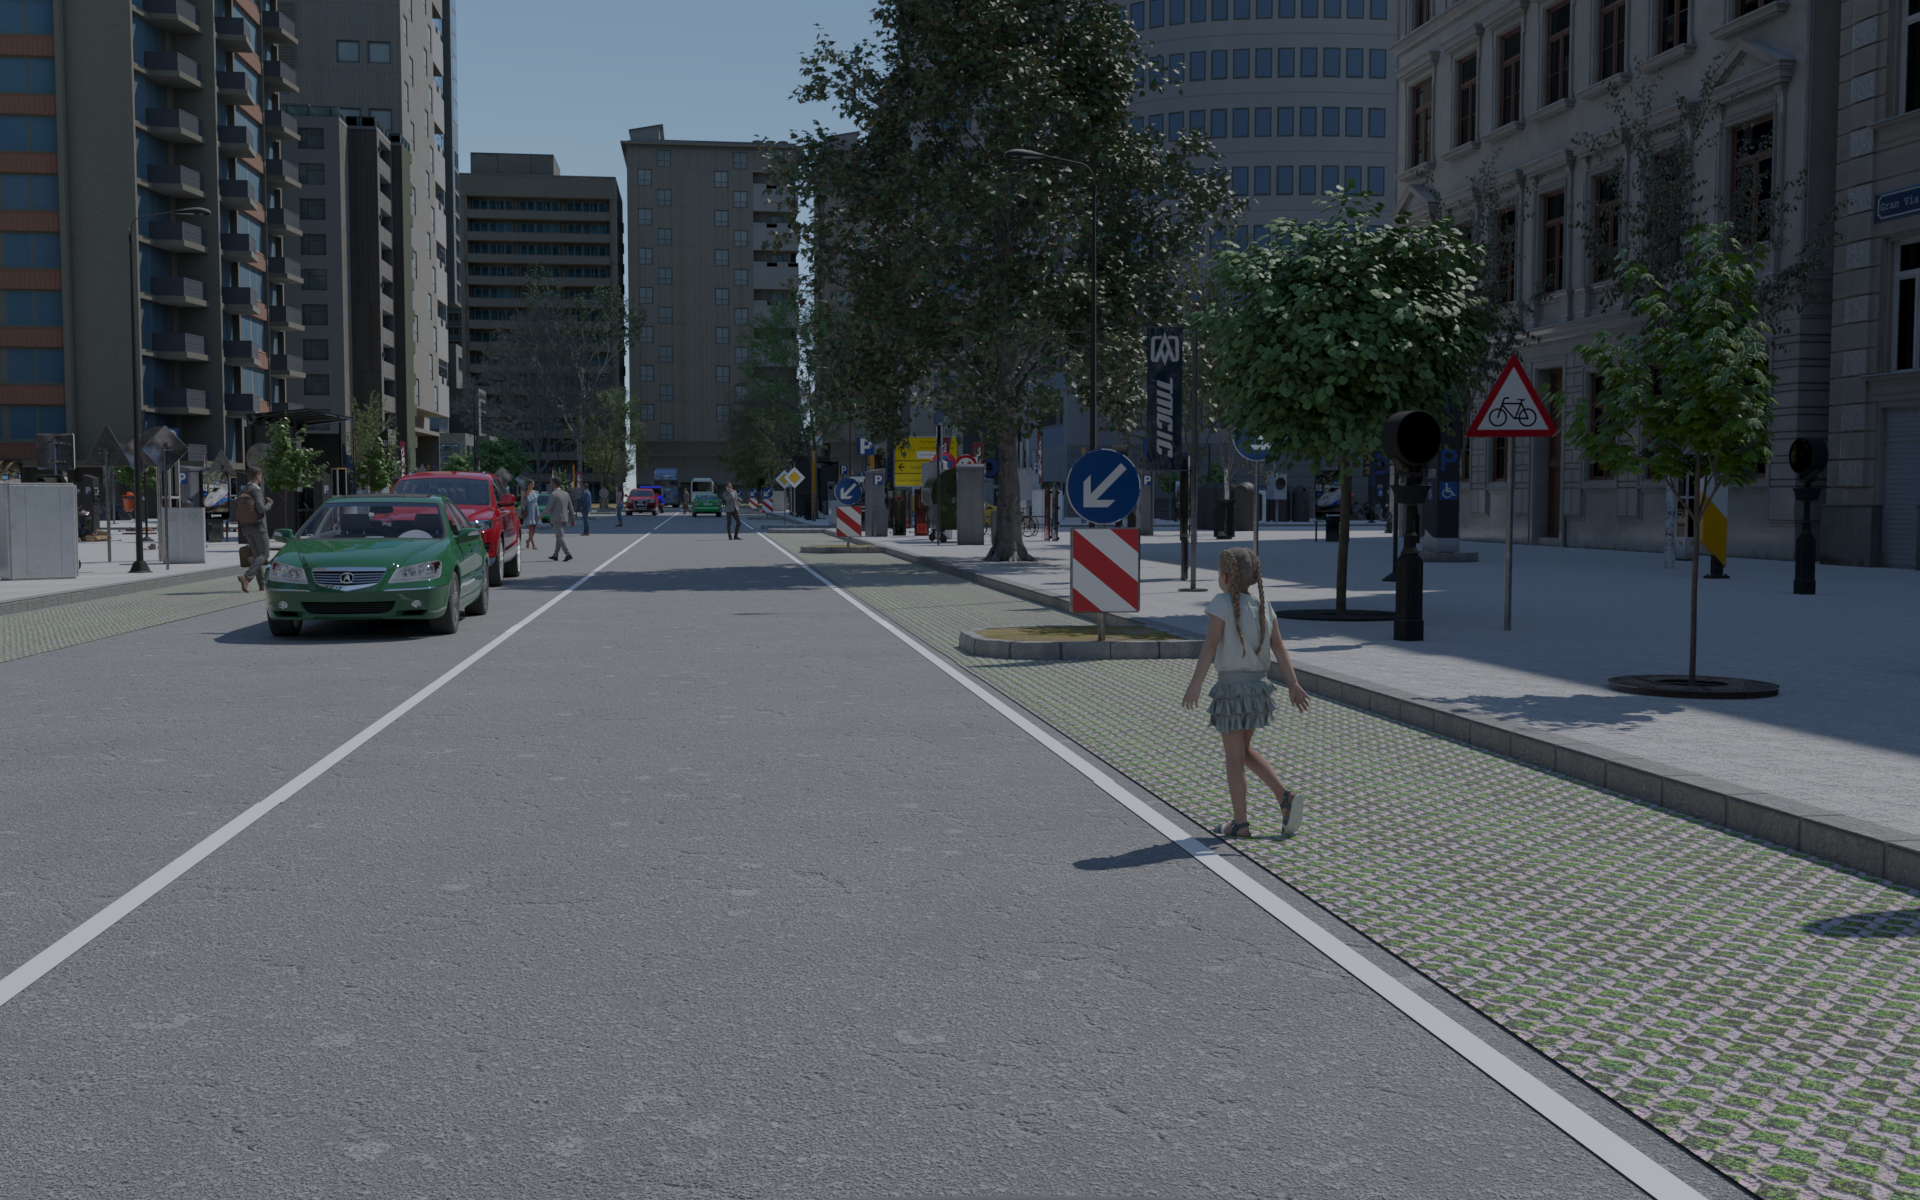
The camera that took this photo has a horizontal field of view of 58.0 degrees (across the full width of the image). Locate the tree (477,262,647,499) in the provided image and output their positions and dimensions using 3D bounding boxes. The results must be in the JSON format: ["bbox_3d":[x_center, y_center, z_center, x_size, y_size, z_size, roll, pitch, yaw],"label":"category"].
[{"bbox_3d":[-32.842,-17.581,143.346,12.611,20.169,13.585,0,3,0],"label":"tree"}]

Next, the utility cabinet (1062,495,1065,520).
[{"bbox_3d":[4.735,-4.543,85.448,0.306,1.237,1.020,3,5,40],"label":"utility cabinet"}]

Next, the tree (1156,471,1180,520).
[{"bbox_3d":[10.461,-5.634,86.715,1.663,3.219,1.824,0,3,0],"label":"tree"}]

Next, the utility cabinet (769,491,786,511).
[{"bbox_3d":[-15.092,-8.269,143.876,1.173,1.500,0.318,-1,4,-21],"label":"utility cabinet"}]

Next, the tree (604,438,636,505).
[{"bbox_3d":[-41.557,-15.888,210.128,4.360,8.622,3.978,0,3,0],"label":"tree"}]

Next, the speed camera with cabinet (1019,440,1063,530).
[{"bbox_3d":[2.889,-4.336,65.231,0.660,3.252,2.038,-3,4,-38],"label":"speed camera with cabinet"}]

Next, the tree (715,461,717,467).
[{"bbox_3d":[-27.475,-17.593,222.057,8.767,10.594,7.601,0,4,7],"label":"tree"}]

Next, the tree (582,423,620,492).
[{"bbox_3d":[-36.812,-13.924,178.014,4.737,8.622,4.395,0,3,0],"label":"tree"}]

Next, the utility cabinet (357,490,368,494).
[{"bbox_3d":[-30.894,-4.948,89.571,0.318,1.500,1.173,0,4,-5],"label":"utility cabinet"}]

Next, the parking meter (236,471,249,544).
[{"bbox_3d":[-18.339,-2.372,44.485,0.399,1.863,0.255,-1,4,-13],"label":"parking meter"}]

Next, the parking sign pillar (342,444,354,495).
[{"bbox_3d":[-33.238,-6.459,94.081,1.447,3.967,1.447,-1,4,-12],"label":"parking sign pillar"}]

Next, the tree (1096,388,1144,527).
[{"bbox_3d":[5.972,-6.797,61.497,4.360,8.622,3.978,0,3,0],"label":"tree"}]

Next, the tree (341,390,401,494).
[{"bbox_3d":[-42.130,-10.586,123.440,4.737,8.622,4.395,0,3,0],"label":"tree"}]

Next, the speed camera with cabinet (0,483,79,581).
[{"bbox_3d":[-14.272,-1.915,25.652,0.660,3.252,2.038,3,5,45],"label":"speed camera with cabinet"}]

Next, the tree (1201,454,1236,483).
[{"bbox_3d":[12.130,-5.355,82.159,1.663,3.219,1.824,0,3,0],"label":"tree"}]

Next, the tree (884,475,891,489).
[{"bbox_3d":[-5.801,-8.189,128.492,1.663,3.219,1.824,0,3,0],"label":"tree"}]

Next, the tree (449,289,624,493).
[{"bbox_3d":[-25.026,-11.791,103.154,12.009,13.543,11.850,0,3,0],"label":"tree"}]

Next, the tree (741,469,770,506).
[{"bbox_3d":[-22.441,-12.686,191.134,4.285,4.588,4.351,0,3,0],"label":"tree"}]

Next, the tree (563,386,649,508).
[{"bbox_3d":[-33.177,-14.476,162.442,9.928,11.665,9.643,0,3,0],"label":"tree"}]

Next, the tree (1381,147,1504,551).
[{"bbox_3d":[10.848,-5.342,37.698,4.360,8.622,3.978,0,3,0],"label":"tree"}]

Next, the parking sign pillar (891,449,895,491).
[{"bbox_3d":[-3.669,-7.004,102.988,1.447,3.967,1.447,1,4,22],"label":"parking sign pillar"}]

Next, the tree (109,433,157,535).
[{"bbox_3d":[-26.057,-3.707,55.209,1.663,3.219,1.824,0,3,0],"label":"tree"}]

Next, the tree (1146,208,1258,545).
[{"bbox_3d":[6.172,-5.716,43.826,4.737,8.622,4.395,0,3,0],"label":"tree"}]

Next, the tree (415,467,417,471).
[{"bbox_3d":[-37.381,-7.592,118.722,1.663,3.219,1.824,0,3,0],"label":"tree"}]

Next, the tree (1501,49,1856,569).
[{"bbox_3d":[12.272,-4.821,29.178,4.360,8.622,3.978,0,3,0],"label":"tree"}]

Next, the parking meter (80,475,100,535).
[{"bbox_3d":[-26.080,-2.833,52.037,0.399,1.863,0.255,1,4,14],"label":"parking meter"}]

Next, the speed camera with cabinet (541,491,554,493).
[{"bbox_3d":[-31.323,-8.437,132.284,2.038,3.252,0.660,0,4,7],"label":"speed camera with cabinet"}]

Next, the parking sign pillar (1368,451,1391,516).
[{"bbox_3d":[21.546,-6.123,88.576,1.447,3.967,1.447,1,4,14],"label":"parking sign pillar"}]

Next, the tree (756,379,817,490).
[{"bbox_3d":[-10.816,-9.822,110.950,4.360,8.622,3.978,0,3,0],"label":"tree"}]

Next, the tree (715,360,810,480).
[{"bbox_3d":[-17.200,-14.937,154.596,12.009,13.543,11.850,0,3,0],"label":"tree"}]

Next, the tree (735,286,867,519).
[{"bbox_3d":[-7.540,-9.916,87.876,9.928,11.665,9.643,0,3,0],"label":"tree"}]

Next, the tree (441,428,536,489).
[{"bbox_3d":[-22.975,-6.279,86.377,4.285,4.588,4.351,0,3,0],"label":"tree"}]

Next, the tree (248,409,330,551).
[{"bbox_3d":[-15.380,-2.746,39.492,1.663,3.219,1.824,0,3,0],"label":"tree"}]

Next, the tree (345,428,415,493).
[{"bbox_3d":[-17.333,-3.459,51.152,1.663,3.219,1.824,0,3,0],"label":"tree"}]

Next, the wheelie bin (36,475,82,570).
[{"bbox_3d":[-14.904,-1.255,28.435,0.980,1.594,0.693,2,4,25],"label":"wheelie bin"}]

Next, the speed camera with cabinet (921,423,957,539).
[{"bbox_3d":[-0.522,-3.332,48.815,0.660,3.252,2.038,1,4,17],"label":"speed camera with cabinet"}]

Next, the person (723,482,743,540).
[{"bbox_3d":[-7.106,-2.780,54.133,0.592,1.802,0.473,-2,4,-29],"label":"person"}]

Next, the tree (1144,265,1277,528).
[{"bbox_3d":[8.730,-6.440,55.650,4.360,8.622,3.978,0,3,0],"label":"tree"}]

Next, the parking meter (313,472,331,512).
[{"bbox_3d":[-15.878,-2.290,43.151,0.255,1.863,0.399,1,4,16],"label":"parking meter"}]

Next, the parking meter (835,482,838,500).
[{"bbox_3d":[-5.613,-4.598,80.885,0.255,1.863,0.399,3,5,43],"label":"parking meter"}]

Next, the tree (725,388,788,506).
[{"bbox_3d":[-21.208,-16.249,183.794,7.486,12.596,7.792,0,3,0],"label":"tree"}]

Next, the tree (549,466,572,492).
[{"bbox_3d":[-27.416,-7.613,119.068,1.663,3.219,1.824,0,3,0],"label":"tree"}]

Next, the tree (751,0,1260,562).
[{"bbox_3d":[0.868,-7.093,32.984,9.611,12.733,9.660,0,3,0],"label":"tree"}]

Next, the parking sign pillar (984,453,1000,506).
[{"bbox_3d":[1.557,-6.390,92.941,1.447,3.967,1.447,0,4,-4],"label":"parking sign pillar"}]

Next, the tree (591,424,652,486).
[{"bbox_3d":[-43.150,-17.493,220.414,8.767,10.594,7.601,0,4,-1],"label":"tree"}]

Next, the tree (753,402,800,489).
[{"bbox_3d":[-14.798,-11.464,137.803,4.737,8.622,4.395,0,3,0],"label":"tree"}]

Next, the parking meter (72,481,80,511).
[{"bbox_3d":[-38.590,-4.285,75.771,0.399,1.863,0.255,-2,4,-31],"label":"parking meter"}]

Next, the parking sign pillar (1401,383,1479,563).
[{"bbox_3d":[9.184,-2.726,33.044,1.447,3.967,1.447,0,4,3],"label":"parking sign pillar"}]

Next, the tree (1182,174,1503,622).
[{"bbox_3d":[3.917,-2.094,17.951,4.285,4.588,4.351,0,3,0],"label":"tree"}]

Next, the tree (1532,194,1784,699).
[{"bbox_3d":[4.889,-1.022,11.314,1.663,3.219,1.824,0,3,0],"label":"tree"}]

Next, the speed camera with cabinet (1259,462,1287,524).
[{"bbox_3d":[13.028,-4.893,74.329,2.038,3.252,0.660,-2,4,-25],"label":"speed camera with cabinet"}]

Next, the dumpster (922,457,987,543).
[{"bbox_3d":[-0.145,-2.680,46.306,1.502,2.255,1.985,-1,4,-8],"label":"dumpster"}]

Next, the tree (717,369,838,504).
[{"bbox_3d":[-13.166,-11.956,129.891,8.767,10.594,7.601,-1,4,-15],"label":"tree"}]

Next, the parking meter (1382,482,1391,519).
[{"bbox_3d":[21.112,-4.892,85.693,0.399,1.863,0.255,-3,4,-38],"label":"parking meter"}]

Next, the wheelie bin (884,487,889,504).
[{"bbox_3d":[-3.329,-4.221,76.914,0.693,1.594,0.980,-1,4,-15],"label":"wheelie bin"}]
